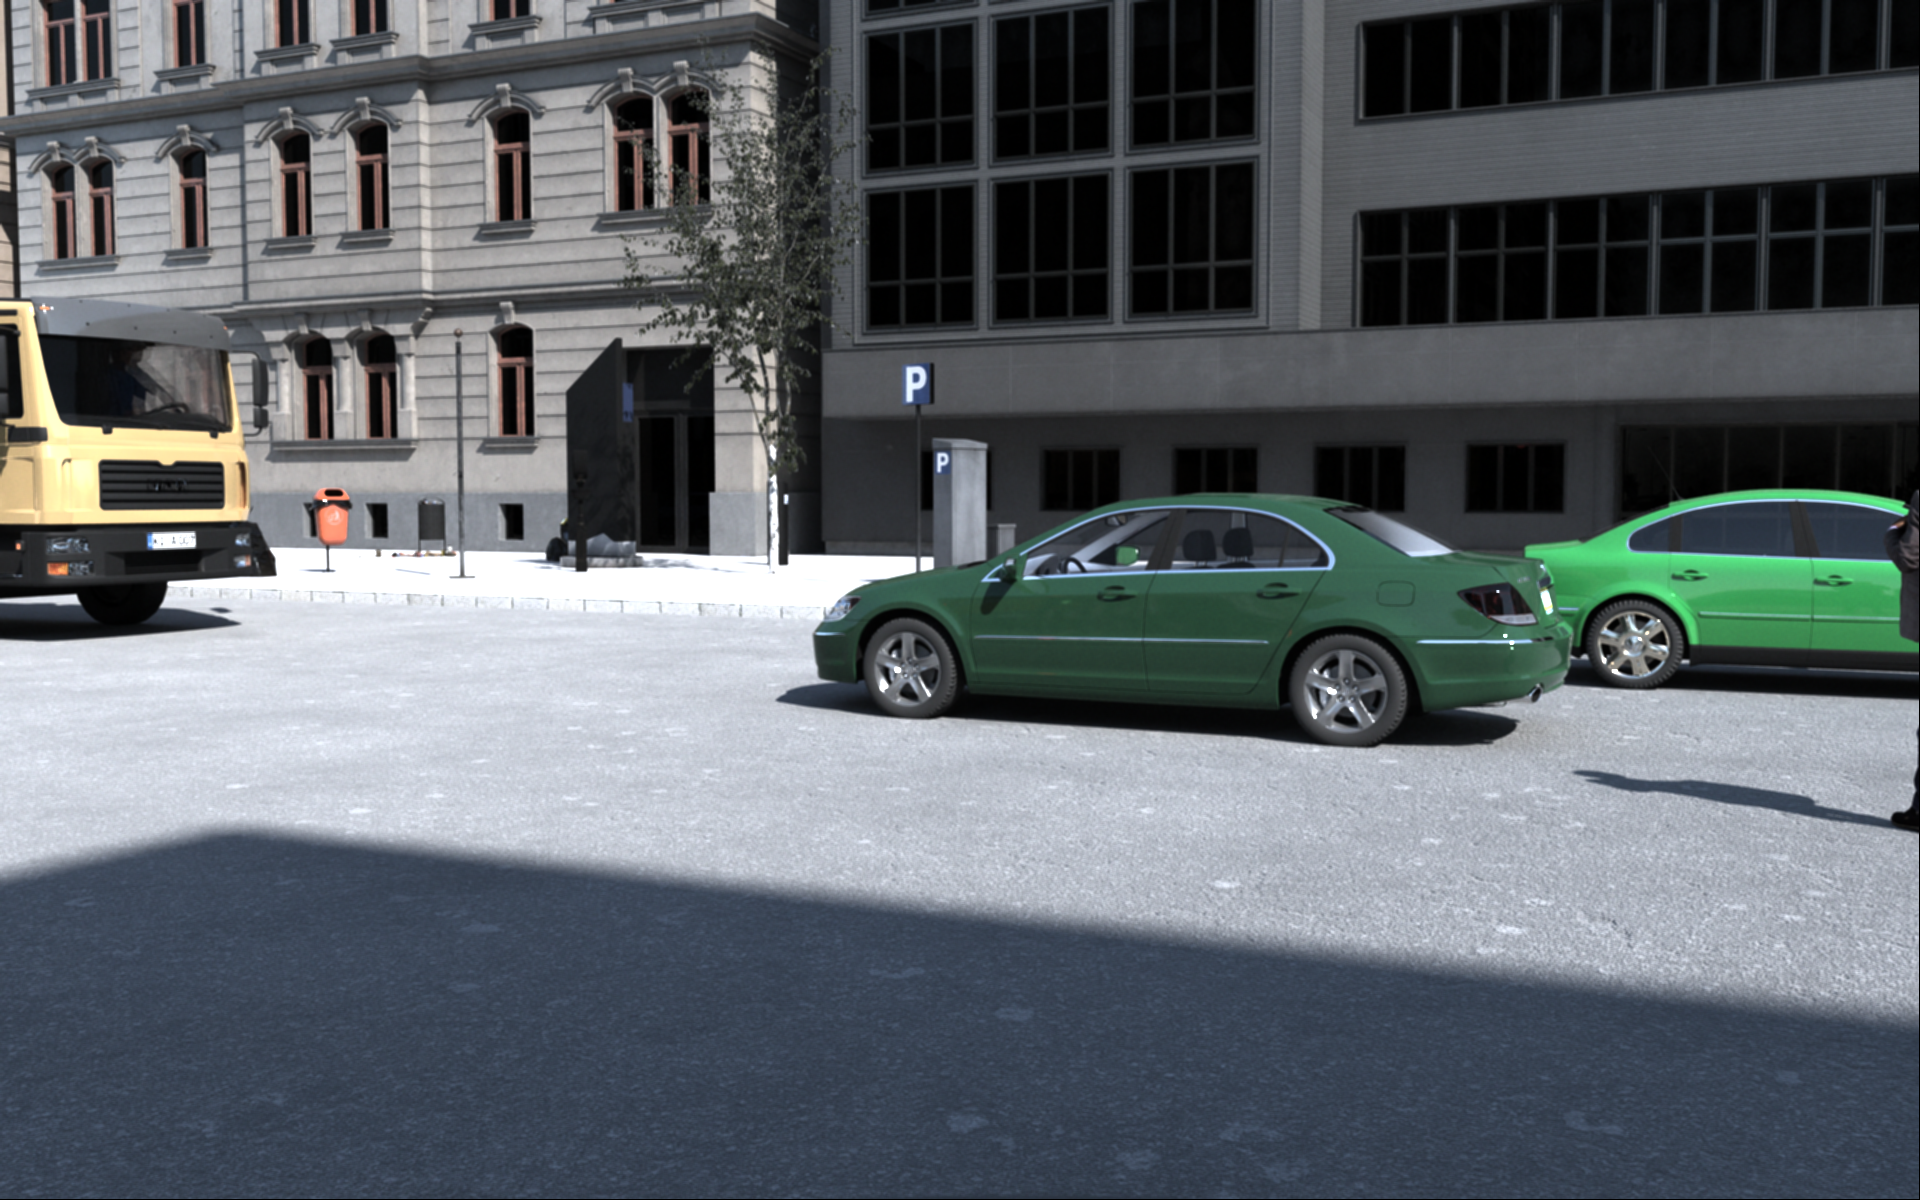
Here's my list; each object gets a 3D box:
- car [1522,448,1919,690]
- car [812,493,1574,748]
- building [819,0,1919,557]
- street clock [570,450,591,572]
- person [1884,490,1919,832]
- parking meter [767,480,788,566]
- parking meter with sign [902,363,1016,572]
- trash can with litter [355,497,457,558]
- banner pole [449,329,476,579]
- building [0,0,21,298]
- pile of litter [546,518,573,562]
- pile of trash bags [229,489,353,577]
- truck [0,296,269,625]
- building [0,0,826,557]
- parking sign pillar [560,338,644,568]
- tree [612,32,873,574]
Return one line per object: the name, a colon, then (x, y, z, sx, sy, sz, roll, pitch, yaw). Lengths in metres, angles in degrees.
car: (6.517, -0.247, 12.834, 4.718, 1.807, 1.959, 2, 4, 25)
car: (1.348, 0.039, 11.166, 4.920, 1.459, 2.131, 2, 4, 26)
building: (12.926, -13.146, 34.002, 30.058, 24.678, 14.314, 2, 4, 25)
street clock: (-6.236, -1.462, 28.482, 0.358, 2.002, 0.471, -1, 4, -14)
person: (4.247, 0.124, 7.291, 0.655, 1.722, 0.431, 2, 4, 28)
parking meter: (-3.282, -1.394, 31.197, 0.372, 1.533, 0.369, 0, 3, 0)
parking meter with sign: (0.026, -1.685, 23.803, 1.738, 3.016, 0.543, -3, 5, -45)
trash can with litter: (-11.247, -1.495, 35.508, 2.233, 1.210, 1.678, -1, 4, -23)
banner pole: (-7.529, -2.207, 26.105, 0.401, 3.779, 0.863, -1, 4, -17)
building: (-32.082, -16.402, 54.077, 20.117, 28.700, 13.634, 2, 4, 25)
pile of litter: (-7.299, -1.196, 33.515, 1.176, 0.858, 1.719, 3, 5, 42)
pile of trash bags: (-11.369, -1.077, 27.360, 3.447, 1.369, 1.912, -3, 4, -36)
truck: (-11.609, -1.404, 18.885, 9.791, 3.379, 3.469, 2, 4, 23)
building: (-11.554, -15.744, 44.803, 23.554, 28.519, 14.401, 2, 4, 25)
parking sign pillar: (-6.325, -2.569, 30.478, 1.447, 3.967, 1.447, 3, 4, 36)
tree: (-3.166, -4.707, 27.326, 4.360, 8.622, 3.978, 0, 3, 0)
